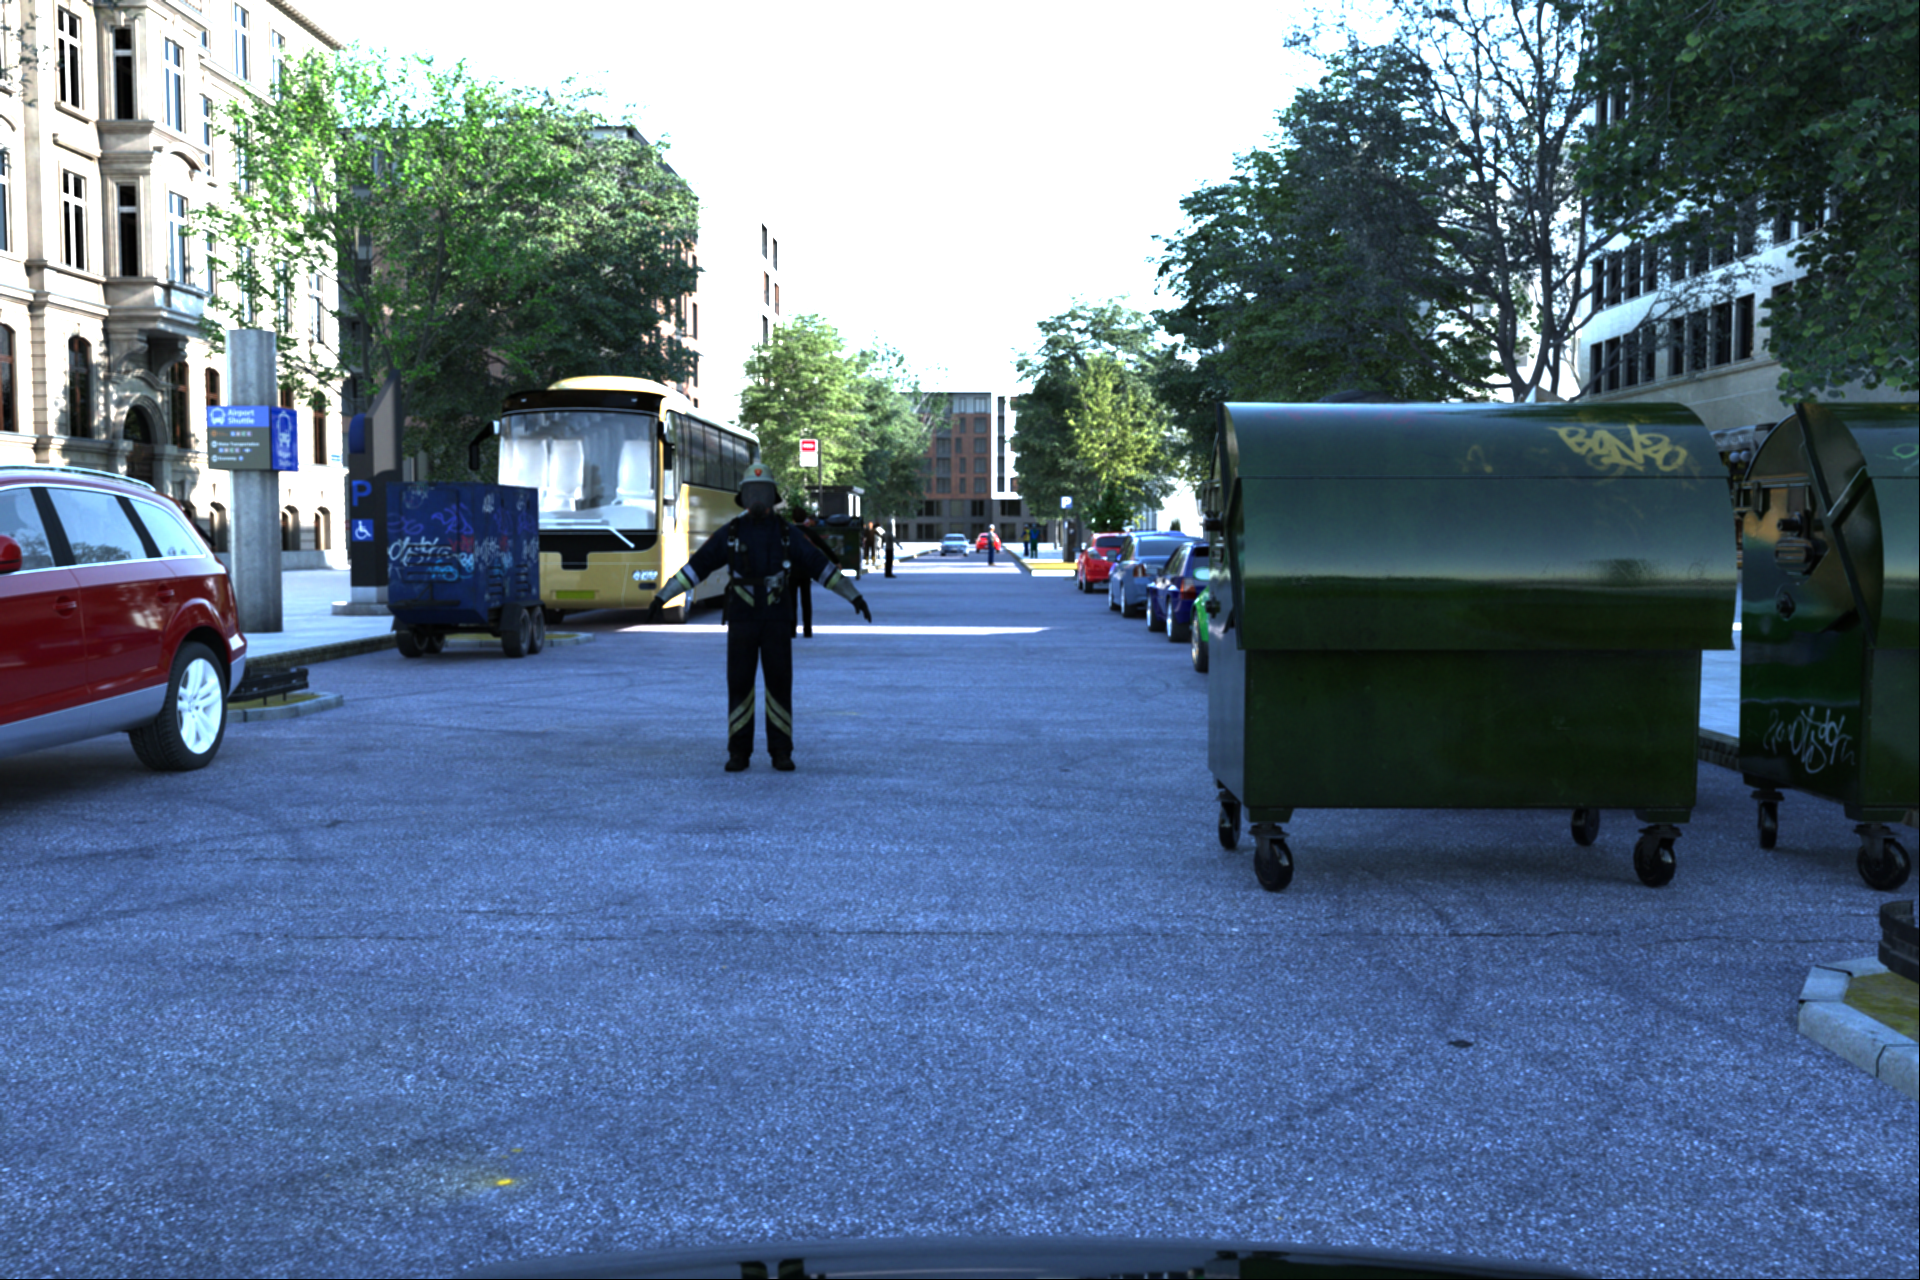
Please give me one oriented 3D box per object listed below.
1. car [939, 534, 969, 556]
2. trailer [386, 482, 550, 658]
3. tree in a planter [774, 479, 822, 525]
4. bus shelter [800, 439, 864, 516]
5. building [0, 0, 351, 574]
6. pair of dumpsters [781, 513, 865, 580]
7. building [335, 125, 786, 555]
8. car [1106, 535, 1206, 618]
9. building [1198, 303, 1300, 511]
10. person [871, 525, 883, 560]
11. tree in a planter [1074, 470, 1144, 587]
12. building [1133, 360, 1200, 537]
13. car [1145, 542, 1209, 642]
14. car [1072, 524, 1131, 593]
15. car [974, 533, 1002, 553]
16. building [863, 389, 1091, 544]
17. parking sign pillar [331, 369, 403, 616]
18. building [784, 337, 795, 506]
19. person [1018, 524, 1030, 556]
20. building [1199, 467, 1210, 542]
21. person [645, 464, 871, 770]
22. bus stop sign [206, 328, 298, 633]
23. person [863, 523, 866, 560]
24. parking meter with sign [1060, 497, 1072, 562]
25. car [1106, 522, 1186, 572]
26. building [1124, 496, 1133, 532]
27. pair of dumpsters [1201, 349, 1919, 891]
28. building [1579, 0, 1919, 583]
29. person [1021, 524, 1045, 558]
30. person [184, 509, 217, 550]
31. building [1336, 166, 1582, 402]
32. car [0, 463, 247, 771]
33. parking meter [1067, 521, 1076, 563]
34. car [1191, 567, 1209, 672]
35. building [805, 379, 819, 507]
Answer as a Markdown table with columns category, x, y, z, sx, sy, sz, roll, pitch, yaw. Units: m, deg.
| category | x | y | z | sx | sy | sz | roll | pitch | yaw |
| --- | --- | --- | --- | --- | --- | --- | --- | --- | --- |
| car | -0.359 | -6.228 | 113.831 | 2.014 | 1.417 | 4.499 | 0 | 4 | 1 |
| trailer | -5.771 | -0.773 | 19.688 | 1.471 | 1.999 | 3.904 | 0 | 4 | 1 |
| tree in a planter | -5.350 | -3.620 | 56.409 | 1.991 | 3.239 | 1.994 | 0 | 4 | 1 |
| bus shelter | -5.617 | -6.012 | 75.929 | 2.179 | 5.291 | 8.768 | 0 | 4 | 1 |
| building | -28.699 | -14.021 | 48.329 | 14.460 | 24.649 | 34.723 | 0 | 4 | 1 |
| pair of dumpsters | -5.212 | -3.011 | 54.183 | 4.436 | 2.255 | 1.574 | 0 | 4 | 1 |
| building | -26.370 | -15.871 | 103.472 | 27.936 | 21.610 | 32.646 | 0 | 4 | 2 |
| car | 3.659 | -1.160 | 30.963 | 2.014 | 1.417 | 4.499 | 0 | 4 | 0 |
| building | 24.969 | -17.502 | 142.576 | 16.016 | 20.090 | 11.380 | 0 | 4 | 1 |
| person | -4.246 | -4.844 | 85.924 | 1.216 | 1.740 | 0.721 | 0 | 4 | -5 |
| tree in a planter | 4.181 | -3.115 | 48.149 | 1.991 | 3.239 | 1.994 | 0 | 4 | 1 |
| building | 28.071 | -19.464 | 184.695 | 16.747 | 18.905 | 31.486 | 0 | 4 | 1 |
| car | 3.623 | -0.715 | 24.273 | 1.945 | 1.354 | 3.894 | 0 | 3 | 0 |
| car | 3.912 | -2.104 | 43.445 | 2.155 | 1.783 | 4.494 | 0 | 4 | 1 |
| car | 2.125 | -7.554 | 132.547 | 2.155 | 1.783 | 4.494 | 0 | 3 | 0 |
| building | 2.273 | -25.085 | 256.568 | 32.646 | 21.610 | 27.936 | 0 | 4 | 0 |
| parking sign pillar | -9.328 | -2.399 | 27.690 | 1.447 | 3.967 | 1.447 | 0 | 4 | 2 |
| building | -22.451 | -18.613 | 135.244 | 19.493 | 23.208 | 18.063 | 0 | 4 | 2 |
| person | 3.780 | -5.717 | 99.440 | 0.705 | 1.833 | 1.349 | 2 | 4 | 31 |
| building | 21.794 | -10.459 | 113.147 | 9.099 | 9.664 | 28.070 | 0 | 4 | 1 |
| person | -1.219 | -0.140 | 10.519 | 1.354 | 1.856 | 0.705 | 0 | 4 | -5 |
| bus stop sign | -9.191 | -2.051 | 22.551 | 0.837 | 3.901 | 0.837 | 0 | 4 | 2 |
| person | -4.725 | -4.813 | 84.627 | 1.347 | 1.837 | 0.705 | 2 | 4 | 30 |
| parking meter with sign | 4.925 | -5.108 | 79.778 | 0.543 | 3.016 | 1.738 | 0 | 4 | 1 |
| car | 3.976 | -1.577 | 35.376 | 1.945 | 1.707 | 3.694 | 0 | 4 | 1 |
| building | 24.942 | -17.377 | 226.264 | 9.099 | 9.664 | 28.070 | 0 | 4 | 1 |
| pair of dumpsters | 3.264 | -0.150 | 7.403 | 4.436 | 2.255 | 1.574 | 0 | 4 | 1 |
| building | 29.749 | -14.458 | 38.553 | 24.374 | 26.755 | 37.873 | 0 | 4 | 1 |
| person | 3.880 | -5.204 | 91.214 | 1.347 | 1.817 | 0.704 | -1 | 4 | -22 |
| person | -16.843 | -1.940 | 37.761 | 1.345 | 1.823 | 0.704 | -3 | 5 | -45 |
| building | 25.808 | -14.631 | 95.631 | 16.016 | 20.090 | 11.380 | 0 | 4 | 1 |
| car | -5.656 | -0.023 | 9.054 | 2.281 | 1.827 | 5.304 | 0 | 4 | 1 |
| parking meter | 4.995 | -4.382 | 77.360 | 0.399 | 1.863 | 0.255 | 0 | 4 | 1 |
| car | 3.290 | -0.477 | 16.597 | 1.959 | 1.807 | 4.718 | 0 | 4 | 1 |
| building | -24.550 | -20.071 | 194.623 | 16.747 | 18.905 | 31.486 | 0 | 4 | 1 |
